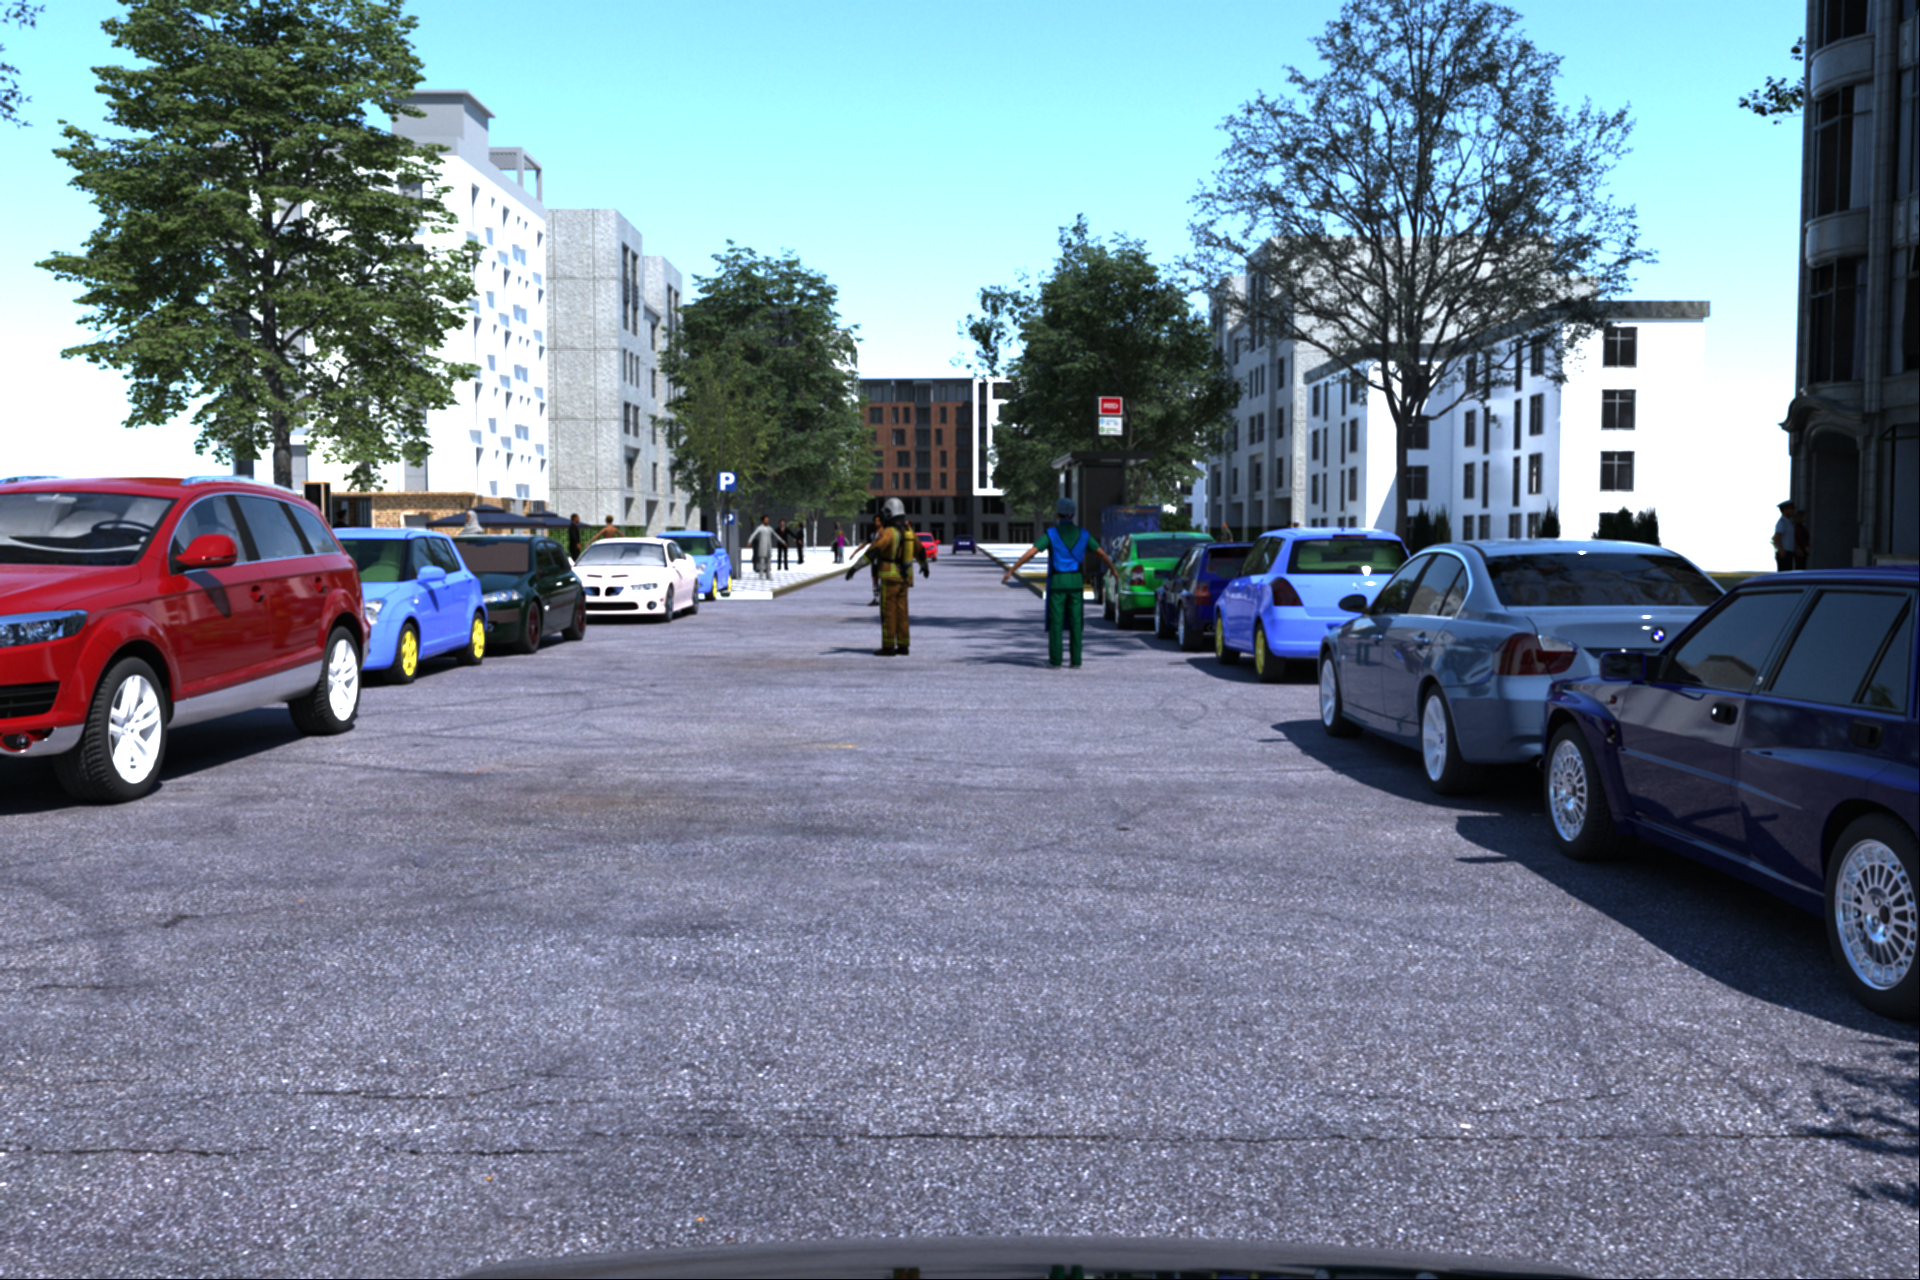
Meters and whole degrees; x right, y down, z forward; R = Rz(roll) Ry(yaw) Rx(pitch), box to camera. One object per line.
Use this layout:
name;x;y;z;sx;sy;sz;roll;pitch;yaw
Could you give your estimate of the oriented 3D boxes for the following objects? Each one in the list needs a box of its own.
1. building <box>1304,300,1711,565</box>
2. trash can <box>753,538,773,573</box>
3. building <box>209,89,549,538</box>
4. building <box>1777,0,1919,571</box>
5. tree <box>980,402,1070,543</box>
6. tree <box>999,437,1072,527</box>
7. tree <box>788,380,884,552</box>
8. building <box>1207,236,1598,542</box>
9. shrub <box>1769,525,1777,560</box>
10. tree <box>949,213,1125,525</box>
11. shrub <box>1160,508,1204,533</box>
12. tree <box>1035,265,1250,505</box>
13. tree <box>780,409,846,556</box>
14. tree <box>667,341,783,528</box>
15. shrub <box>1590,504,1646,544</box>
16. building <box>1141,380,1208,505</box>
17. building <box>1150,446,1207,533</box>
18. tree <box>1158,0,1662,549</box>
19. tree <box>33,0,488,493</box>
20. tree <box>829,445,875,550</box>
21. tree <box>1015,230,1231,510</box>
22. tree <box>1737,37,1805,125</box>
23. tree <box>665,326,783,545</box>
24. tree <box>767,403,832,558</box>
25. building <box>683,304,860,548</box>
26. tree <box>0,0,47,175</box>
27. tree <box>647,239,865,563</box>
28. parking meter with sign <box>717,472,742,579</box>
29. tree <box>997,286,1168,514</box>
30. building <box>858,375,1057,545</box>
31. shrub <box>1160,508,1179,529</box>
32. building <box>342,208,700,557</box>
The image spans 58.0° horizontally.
building;22.401;-8.212;76.411;9.099;9.664;28.070;0;4;0
trash can;-6.590;-2.813;57.639;0.748;1.137;0.748;0;3;0
building;-25.914;-13.379;75.173;16.016;20.090;11.380;0;4;0
building;25.451;-12.596;22.591;14.369;24.946;33.146;0;4;0
tree;6.536;-14.537;144.329;9.857;13.997;8.962;0;3;0
tree;6.877;-11.717;125.979;8.767;10.594;7.601;-1;4;-23
tree;-9.212;-12.624;124.528;7.486;12.596;7.792;0;3;0
building;26.676;-14.982;111.413;16.747;18.905;31.486;0;4;0
shrub;28.015;-3.274;57.957;1.690;2.028;1.600;0;3;0
tree;5.711;-15.222;104.762;12.611;20.169;13.585;0;3;0
shrub;6.044;-2.692;48.431;1.690;2.028;1.600;0;3;0
tree;6.324;-7.641;59.336;8.767;10.594;7.601;3;5;43
tree;-8.600;-9.271;101.943;4.737;8.622;4.395;0;3;0
tree;-9.101;-7.135;67.025;4.737;8.622;4.395;0;3;0
shrub;17.310;-2.527;45.362;1.661;2.075;1.752;0;3;0
building;24.168;-21.548;208.728;16.016;20.090;11.380;0;3;0
building;24.214;-13.789;167.598;9.099;9.664;28.070;0;4;0
tree;9.409;-7.713;36.471;12.009;13.543;11.850;0;3;0
tree;-12.659;-6.915;31.182;7.486;12.596;7.792;0;3;0
tree;-8.436;-11.507;138.499;4.360;8.622;3.978;0;3;0
tree;7.059;-10.176;73.036;9.857;13.997;8.962;0;3;0
tree;27.841;-11.732;47.710;12.611;20.169;13.585;0;3;0
tree;-8.608;-6.803;61.595;4.360;8.622;3.978;0;3;0
tree;-8.219;-8.794;94.146;4.360;8.622;3.978;0;3;0
building;-24.896;-19.973;170.538;27.936;21.610;32.646;0;4;1
tree;-11.751;-6.281;13.064;12.009;13.543;11.850;0;3;0
tree;-8.806;-10.379;76.351;9.857;13.997;8.962;0;3;0
parking meter with sign;-6.510;-3.241;49.249;0.543;3.016;1.738;0;4;-1
tree;6.444;-10.991;86.366;9.857;13.997;8.962;0;3;0
building;0.616;-23.789;235.378;32.646;21.610;27.936;0;4;5
shrub;6.134;-2.925;51.869;1.661;2.075;1.752;0;3;0
building;-27.148;-14.895;109.992;16.747;18.905;31.486;0;4;-1
